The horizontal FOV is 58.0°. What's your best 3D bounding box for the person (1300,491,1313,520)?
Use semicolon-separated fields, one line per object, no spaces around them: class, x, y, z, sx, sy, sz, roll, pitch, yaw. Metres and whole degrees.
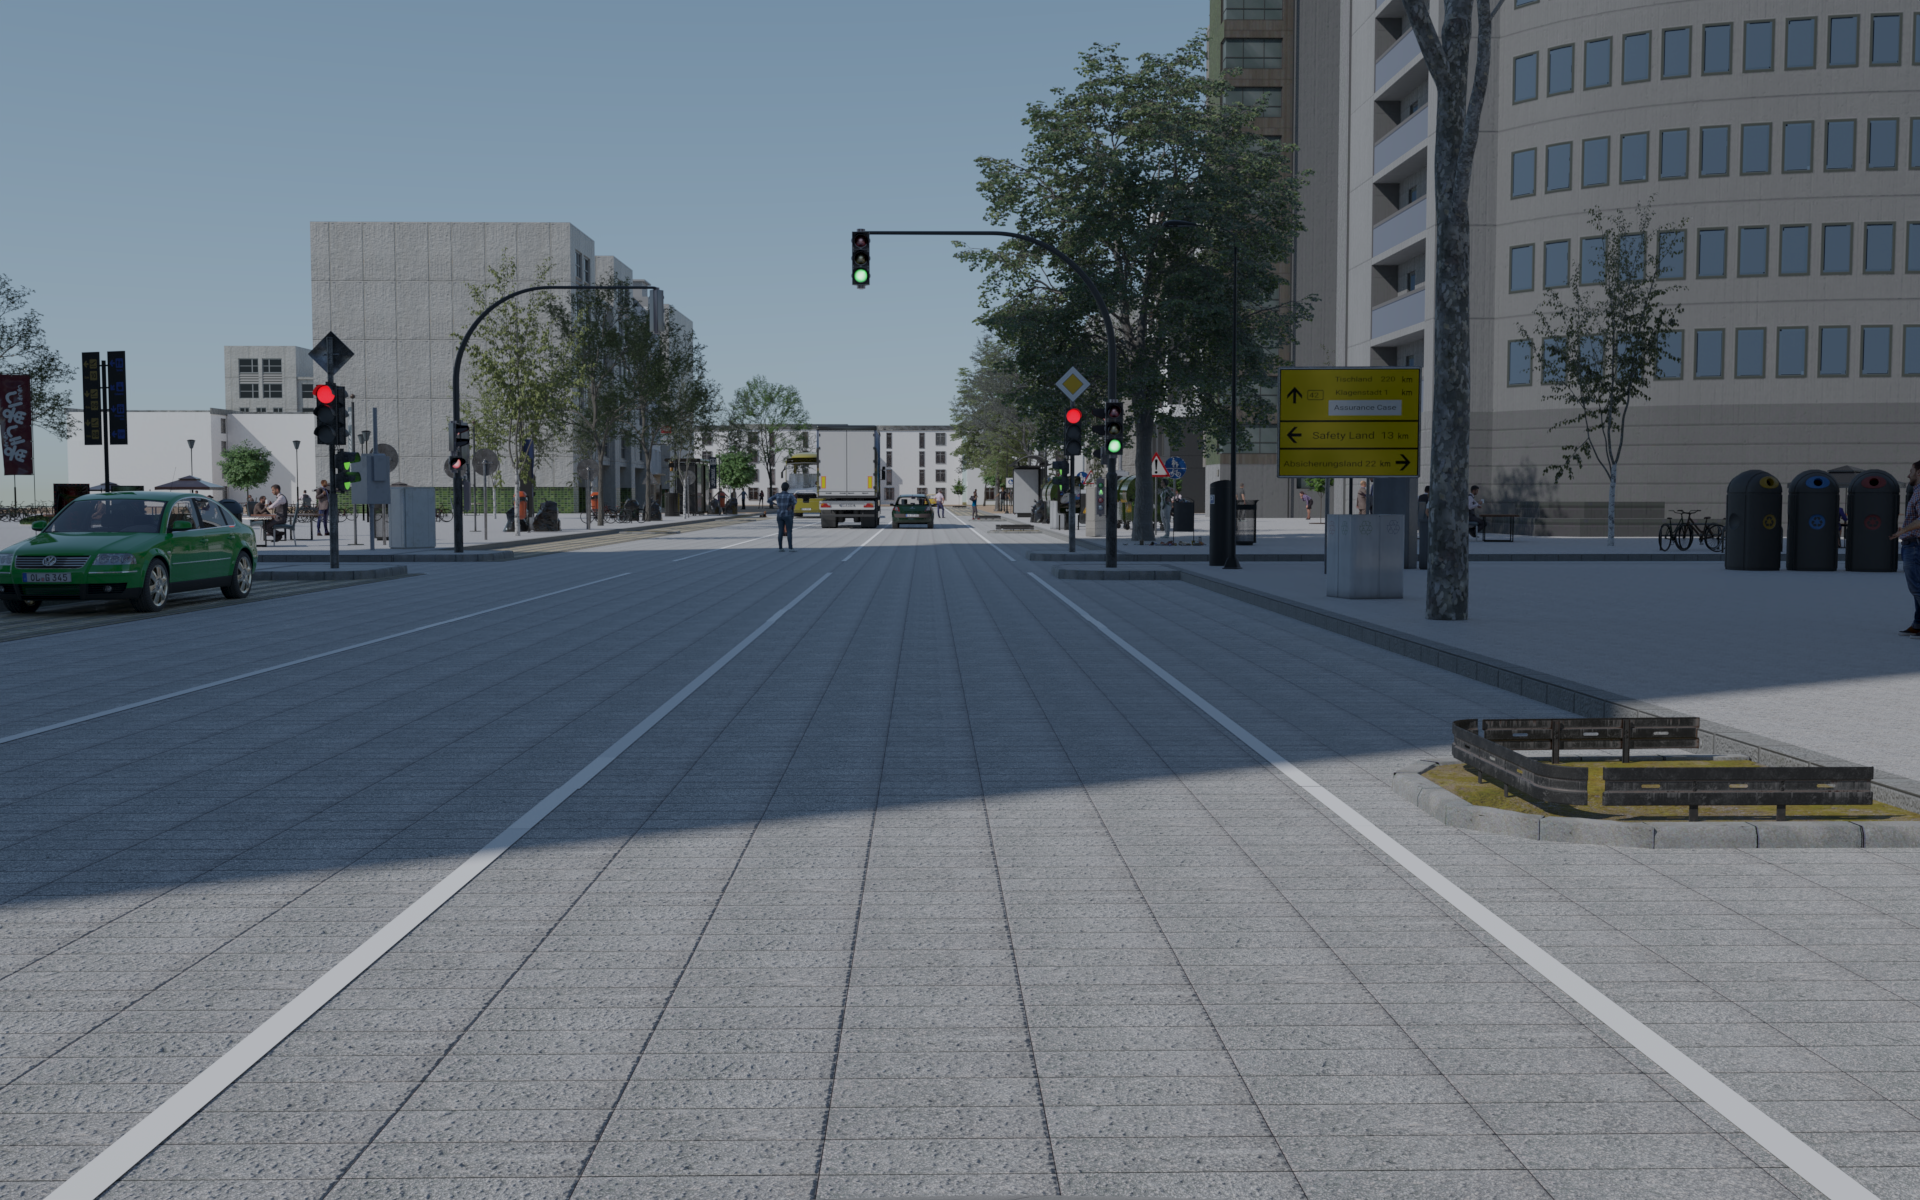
person;17.275;-4.715;86.372;0.697;1.427;0.421;-1;4;-9

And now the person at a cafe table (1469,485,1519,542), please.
person at a cafe table;14.234;-2.345;46.857;1.622;1.524;1.698;1;4;15

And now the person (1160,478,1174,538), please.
person;6.018;-2.674;50.487;0.376;1.734;0.841;0;4;1

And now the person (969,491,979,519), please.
person;0.833;-5.108;93.880;0.662;1.594;0.647;-1;4;-18

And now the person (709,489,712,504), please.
person;-21.401;-8.592;147.327;0.445;1.727;0.742;1;4;11

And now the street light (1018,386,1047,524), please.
street light;3.167;-6.249;74.707;1.470;5.913;1.316;0;4;-1

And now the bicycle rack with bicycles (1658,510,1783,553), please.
bicycle rack with bicycles;16.864;-1.561;38.897;2.925;0.926;2.852;-1;4;-22

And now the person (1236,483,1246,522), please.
person;13.147;-4.559;80.709;0.434;1.807;0.598;-1;4;-13

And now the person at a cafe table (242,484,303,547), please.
person at a cafe table;-17.025;-2.067;42.312;1.622;1.524;1.698;-1;4;-23

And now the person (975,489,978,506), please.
person;1.695;-10.725;181.355;0.705;1.831;1.348;1;4;10

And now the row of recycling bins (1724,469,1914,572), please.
row of recycling bins;14.679;-1.330;28.856;3.534;1.692;1.069;1;4;18

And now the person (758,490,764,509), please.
person;-17.512;-8.856;152.306;0.593;1.643;0.415;-2;4;-29

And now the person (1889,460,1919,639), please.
person;8.531;-0.456;15.451;0.435;1.587;0.963;2;4;28

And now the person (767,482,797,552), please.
person;-4.348;-2.062;42.941;0.841;1.734;0.376;2;4;27

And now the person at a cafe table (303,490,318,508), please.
person at a cafe table;-37.263;-5.497;98.388;1.698;1.524;1.622;-2;4;-34

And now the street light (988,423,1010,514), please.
street light;2.517;-8.567;112.609;1.470;5.913;1.316;0;4;-1

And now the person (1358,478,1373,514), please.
person;10.668;-2.392;45.016;0.599;1.838;0.709;-1;4;-8

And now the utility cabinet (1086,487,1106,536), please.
utility cabinet;4.084;-2.661;52.180;0.318;1.500;1.173;1;4;21

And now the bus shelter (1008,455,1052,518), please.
bus shelter;3.708;-6.003;92.077;2.014;3.302;5.546;0;4;-1

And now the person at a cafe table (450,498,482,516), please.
person at a cafe table;-29.545;-5.664;103.465;1.726;1.238;1.698;-2;4;-24

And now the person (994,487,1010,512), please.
person;3.095;-7.344;126.124;1.348;1.822;0.705;2;4;29

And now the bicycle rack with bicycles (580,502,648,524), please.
bicycle rack with bicycles;-15.226;-3.844;76.236;2.925;0.926;2.852;-1;4;-12

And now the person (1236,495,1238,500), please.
person;9.647;-3.130;61.128;0.435;1.345;0.340;2;4;30

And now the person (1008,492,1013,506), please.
person;5.357;-10.754;182.393;1.217;1.766;0.721;-1;4;-11

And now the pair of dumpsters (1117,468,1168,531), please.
pair of dumpsters;6.432;-3.633;61.889;1.574;2.255;4.437;0;4;-1

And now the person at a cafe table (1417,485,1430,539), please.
person at a cafe table;13.341;-2.465;48.817;1.698;1.524;1.622;3;5;44

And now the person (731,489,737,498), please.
person;-16.274;-7.196;124.254;0.434;1.755;0.990;1;4;18

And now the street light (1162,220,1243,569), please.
street light;4.130;-3.485;29.520;1.470;5.913;1.316;0;4;-1

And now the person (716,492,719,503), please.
person;-18.160;-7.433;130.789;0.599;1.433;0.991;-1;4;-17

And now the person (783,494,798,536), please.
person;-5.783;-2.857;58.437;0.697;1.427;0.421;-3;5;-39

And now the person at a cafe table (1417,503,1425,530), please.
person at a cafe table;10.703;-1.982;43.266;1.726;1.238;1.698;2;4;34

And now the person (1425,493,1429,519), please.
person;11.503;-1.955;41.914;0.340;1.345;0.435;3;5;41

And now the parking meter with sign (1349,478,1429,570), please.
parking meter with sign;7.501;-2.052;29.813;1.738;3.016;0.543;3;4;37

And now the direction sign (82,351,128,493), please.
direction sign;-13.588;-2.176;27.576;0.876;3.537;0.379;1;4;20

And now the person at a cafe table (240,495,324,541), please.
person at a cafe table;-18.912;-2.270;47.974;1.726;1.238;1.698;1;4;20

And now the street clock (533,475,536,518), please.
street clock;-15.865;-3.643;64.137;0.358;2.002;0.471;0;4;-1

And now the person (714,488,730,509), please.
person;-19.525;-8.291;141.622;1.348;1.821;0.705;-1;4;-14

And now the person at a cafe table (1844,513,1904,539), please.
person at a cafe table;26.075;-2.371;49.624;1.698;1.238;1.726;3;4;36

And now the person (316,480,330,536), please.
person;-19.467;-2.830;53.141;0.431;1.722;0.655;1;4;16

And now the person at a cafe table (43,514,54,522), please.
person at a cafe table;-24.367;-2.268;47.938;1.726;1.238;1.698;-2;4;-29

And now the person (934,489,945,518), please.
person;-1.180;-5.743;103.343;0.436;1.711;0.756;-3;5;-45

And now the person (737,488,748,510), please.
person;-17.970;-8.408;143.491;1.348;1.826;0.705;3;5;44

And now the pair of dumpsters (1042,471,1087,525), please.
pair of dumpsters;4.335;-4.242;71.856;1.574;2.255;4.437;0;4;-1

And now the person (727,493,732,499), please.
person;-24.130;-10.608;182.714;0.991;1.433;0.599;-3;5;-40

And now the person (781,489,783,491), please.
person;-15.924;-9.174;156.002;0.705;1.831;1.348;-1;4;-12

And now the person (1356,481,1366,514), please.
person;14.393;-3.369;61.677;0.434;1.755;0.990;-1;4;-12

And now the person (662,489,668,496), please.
person;-27.224;-9.387;160.196;1.217;1.739;0.721;2;4;34

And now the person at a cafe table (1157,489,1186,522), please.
person at a cafe table;9.617;-4.314;79.052;1.622;1.524;1.698;-3;5;-43

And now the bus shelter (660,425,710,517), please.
bus shelter;-16.224;-7.632;102.408;2.179;5.291;8.768;0;4;-1

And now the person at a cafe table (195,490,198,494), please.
person at a cafe table;-49.379;-6.295;111.438;1.622;1.524;1.698;1;4;10
